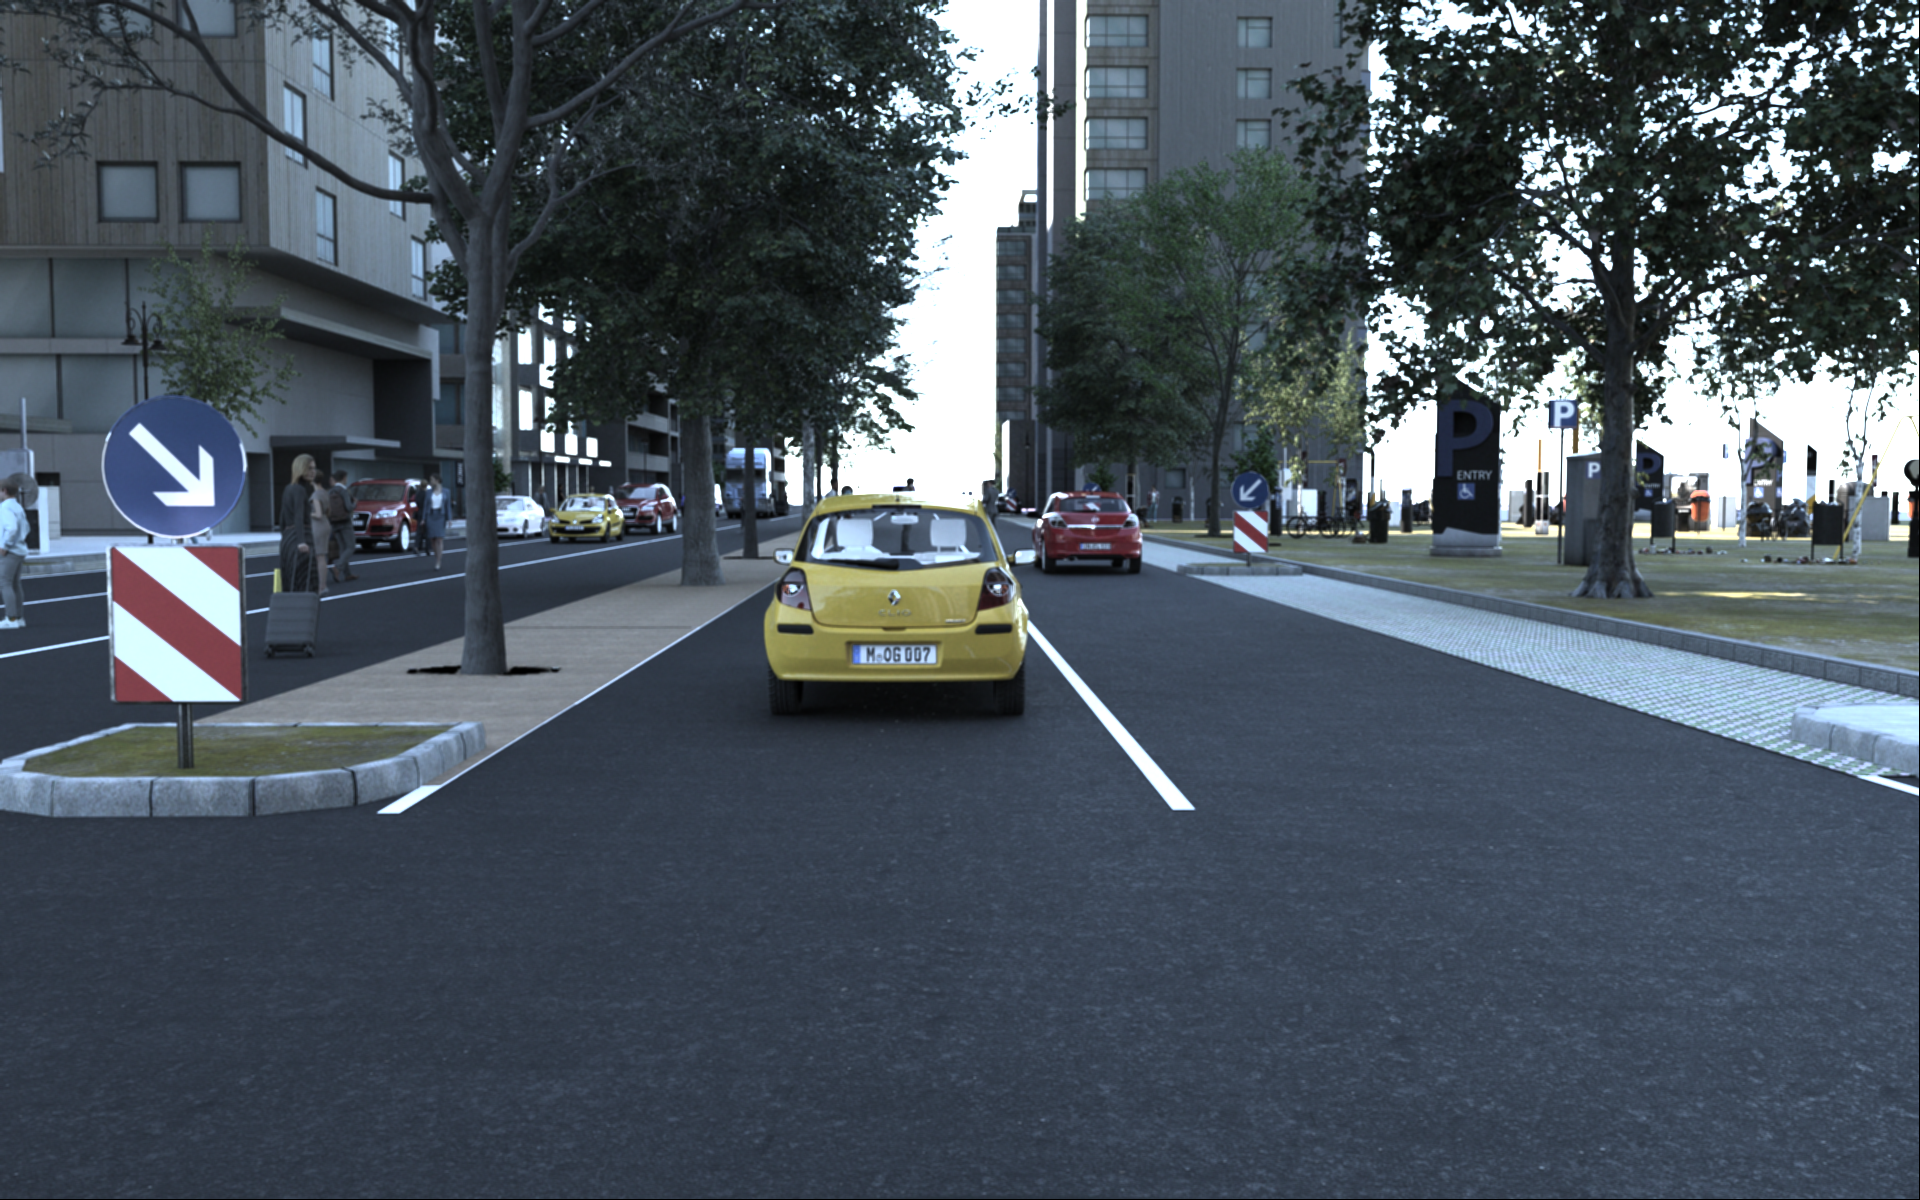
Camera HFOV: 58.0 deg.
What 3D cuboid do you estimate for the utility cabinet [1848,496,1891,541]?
[{"bbox_3d":[25.173,-2.250,47.947,1.020,1.237,0.306,3,4,37],"label":"utility cabinet"}]

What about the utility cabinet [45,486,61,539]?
[{"bbox_3d":[-25.900,-2.440,48.571,0.318,1.500,1.173,2,4,34],"label":"utility cabinet"}]

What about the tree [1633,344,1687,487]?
[{"bbox_3d":[21.370,-6.533,57.173,4.737,8.622,4.395,0,3,0],"label":"tree"}]

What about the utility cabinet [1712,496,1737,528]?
[{"bbox_3d":[29.092,-3.350,65.934,1.020,1.237,0.306,-2,4,-25],"label":"utility cabinet"}]

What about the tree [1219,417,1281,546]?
[{"bbox_3d":[7.571,-2.976,43.253,1.663,3.219,1.824,0,3,0],"label":"tree"}]

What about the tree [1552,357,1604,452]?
[{"bbox_3d":[28.929,-7.827,78.333,4.360,8.622,3.978,0,3,0],"label":"tree"}]

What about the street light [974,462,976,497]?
[{"bbox_3d":[2.070,-16.544,243.279,0.468,5.910,1.993,0,4,-1],"label":"street light"}]

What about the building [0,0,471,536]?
[{"bbox_3d":[-34.260,-28.982,63.094,28.713,52.752,27.495,0,4,-1],"label":"building"}]

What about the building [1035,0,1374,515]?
[{"bbox_3d":[15.537,-35.016,114.517,21.231,58.520,28.212,0,4,-1],"label":"building"}]

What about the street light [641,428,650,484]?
[{"bbox_3d":[-21.550,-8.916,118.561,0.468,5.910,1.993,0,4,-1],"label":"street light"}]

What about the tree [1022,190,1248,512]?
[{"bbox_3d":[7.269,-10.128,72.250,9.857,13.997,8.962,0,3,0],"label":"tree"}]

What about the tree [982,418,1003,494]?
[{"bbox_3d":[4.371,-13.337,168.422,4.737,8.622,4.395,0,3,0],"label":"tree"}]

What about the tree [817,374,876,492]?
[{"bbox_3d":[-5.968,-7.923,82.362,4.360,8.622,3.978,0,3,0],"label":"tree"}]

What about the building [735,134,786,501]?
[{"bbox_3d":[-34.290,-36.828,225.841,21.300,48.544,21.600,0,4,-1],"label":"building"}]

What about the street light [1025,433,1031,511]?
[{"bbox_3d":[4.940,-9.464,127.524,0.468,5.910,1.993,0,4,-1],"label":"street light"}]

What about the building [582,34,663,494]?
[{"bbox_3d":[-33.157,-30.617,124.284,21.300,48.544,21.600,0,4,-1],"label":"building"}]

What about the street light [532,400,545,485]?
[{"bbox_3d":[-20.703,-6.894,85.499,0.468,5.910,1.993,0,4,-1],"label":"street light"}]

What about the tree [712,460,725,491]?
[{"bbox_3d":[-22.805,-10.815,160.543,4.285,4.588,4.351,0,3,0],"label":"tree"}]

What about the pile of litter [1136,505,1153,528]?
[{"bbox_3d":[6.725,-3.173,65.845,1.176,0.858,1.719,-1,4,-15],"label":"pile of litter"}]

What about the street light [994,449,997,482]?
[{"bbox_3d":[3.648,-12.574,178.372,0.468,5.910,1.993,0,4,-1],"label":"street light"}]

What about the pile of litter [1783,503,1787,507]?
[{"bbox_3d":[38.389,-4.053,80.232,1.176,0.858,1.719,-2,4,-29],"label":"pile of litter"}]

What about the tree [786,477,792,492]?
[{"bbox_3d":[-25.234,-15.837,242.655,4.285,4.588,4.351,0,3,0],"label":"tree"}]

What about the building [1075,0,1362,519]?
[{"bbox_3d":[13.145,-25.081,93.670,14.154,41.232,14.086,0,4,-1],"label":"building"}]

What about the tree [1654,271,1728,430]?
[{"bbox_3d":[18.795,-5.590,41.766,4.360,8.622,3.978,0,3,0],"label":"tree"}]

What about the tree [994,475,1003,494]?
[{"bbox_3d":[4.022,-11.103,176.132,1.663,3.219,1.824,0,3,0],"label":"tree"}]

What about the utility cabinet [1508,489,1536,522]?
[{"bbox_3d":[25.200,-4.220,77.677,1.173,1.500,0.318,-1,4,-8],"label":"utility cabinet"}]

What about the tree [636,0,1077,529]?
[{"bbox_3d":[-3.271,-11.738,50.267,12.611,20.169,13.585,0,3,0],"label":"tree"}]

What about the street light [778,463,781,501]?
[{"bbox_3d":[-24.382,-15.957,233.690,0.468,5.910,1.993,0,4,-1],"label":"street light"}]

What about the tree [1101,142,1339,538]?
[{"bbox_3d":[7.739,-7.676,51.258,9.928,11.665,9.643,0,3,0],"label":"tree"}]

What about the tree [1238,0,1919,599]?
[{"bbox_3d":[8.312,-6.385,21.402,9.611,12.733,9.660,0,3,0],"label":"tree"}]

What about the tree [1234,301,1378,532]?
[{"bbox_3d":[11.212,-6.584,58.019,4.737,8.622,4.395,0,3,0],"label":"tree"}]

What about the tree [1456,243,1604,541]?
[{"bbox_3d":[14.984,-5.926,47.248,4.737,8.622,4.395,0,3,0],"label":"tree"}]

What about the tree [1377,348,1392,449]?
[{"bbox_3d":[17.304,-7.761,77.260,4.737,8.622,4.395,0,3,0],"label":"tree"}]

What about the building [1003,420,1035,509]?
[{"bbox_3d":[15.503,-50.798,143.221,22.319,86.520,31.000,0,4,-1],"label":"building"}]

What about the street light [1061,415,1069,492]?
[{"bbox_3d":[5.796,-7.463,94.813,0.468,5.910,1.993,0,4,-1],"label":"street light"}]

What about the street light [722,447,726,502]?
[{"bbox_3d":[-22.847,-11.962,168.363,0.468,5.910,1.993,0,4,-1],"label":"street light"}]

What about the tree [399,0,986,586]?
[{"bbox_3d":[-4.016,-7.184,26.575,9.857,13.997,8.962,0,3,0],"label":"tree"}]

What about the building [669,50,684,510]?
[{"bbox_3d":[-32.399,-43.212,144.766,20.563,71.187,20.611,0,4,-1],"label":"building"}]

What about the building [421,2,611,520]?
[{"bbox_3d":[-33.511,-29.276,98.272,23.786,49.044,30.456,0,4,-1],"label":"building"}]

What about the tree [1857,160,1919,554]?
[{"bbox_3d":[19.570,-5.305,37.099,4.360,8.622,3.978,0,3,0],"label":"tree"}]

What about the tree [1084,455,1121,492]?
[{"bbox_3d":[7.009,-5.620,86.486,1.663,3.219,1.824,0,3,0],"label":"tree"}]

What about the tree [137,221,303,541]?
[{"bbox_3d":[-20.623,-5.956,47.741,4.737,8.622,4.395,0,3,0],"label":"tree"}]

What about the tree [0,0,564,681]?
[{"bbox_3d":[-3.829,-6.160,13.544,12.009,13.543,11.850,0,3,0],"label":"tree"}]

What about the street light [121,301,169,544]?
[{"bbox_3d":[-19.546,-4.212,41.653,0.468,5.910,1.993,0,4,-1],"label":"street light"}]

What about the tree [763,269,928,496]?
[{"bbox_3d":[-5.264,-9.387,74.057,7.486,12.596,7.792,0,3,0],"label":"tree"}]

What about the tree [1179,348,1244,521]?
[{"bbox_3d":[11.143,-8.064,82.208,4.360,8.622,3.978,0,3,0],"label":"tree"}]

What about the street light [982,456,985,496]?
[{"bbox_3d":[2.848,-14.559,210.825,0.468,5.910,1.993,0,4,-1],"label":"street light"}]

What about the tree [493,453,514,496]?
[{"bbox_3d":[-21.478,-5.258,80.570,1.663,3.219,1.824,0,3,0],"label":"tree"}]

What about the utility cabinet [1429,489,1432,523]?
[{"bbox_3d":[21.367,-4.162,76.723,1.173,1.500,0.318,-1,4,-23],"label":"utility cabinet"}]
